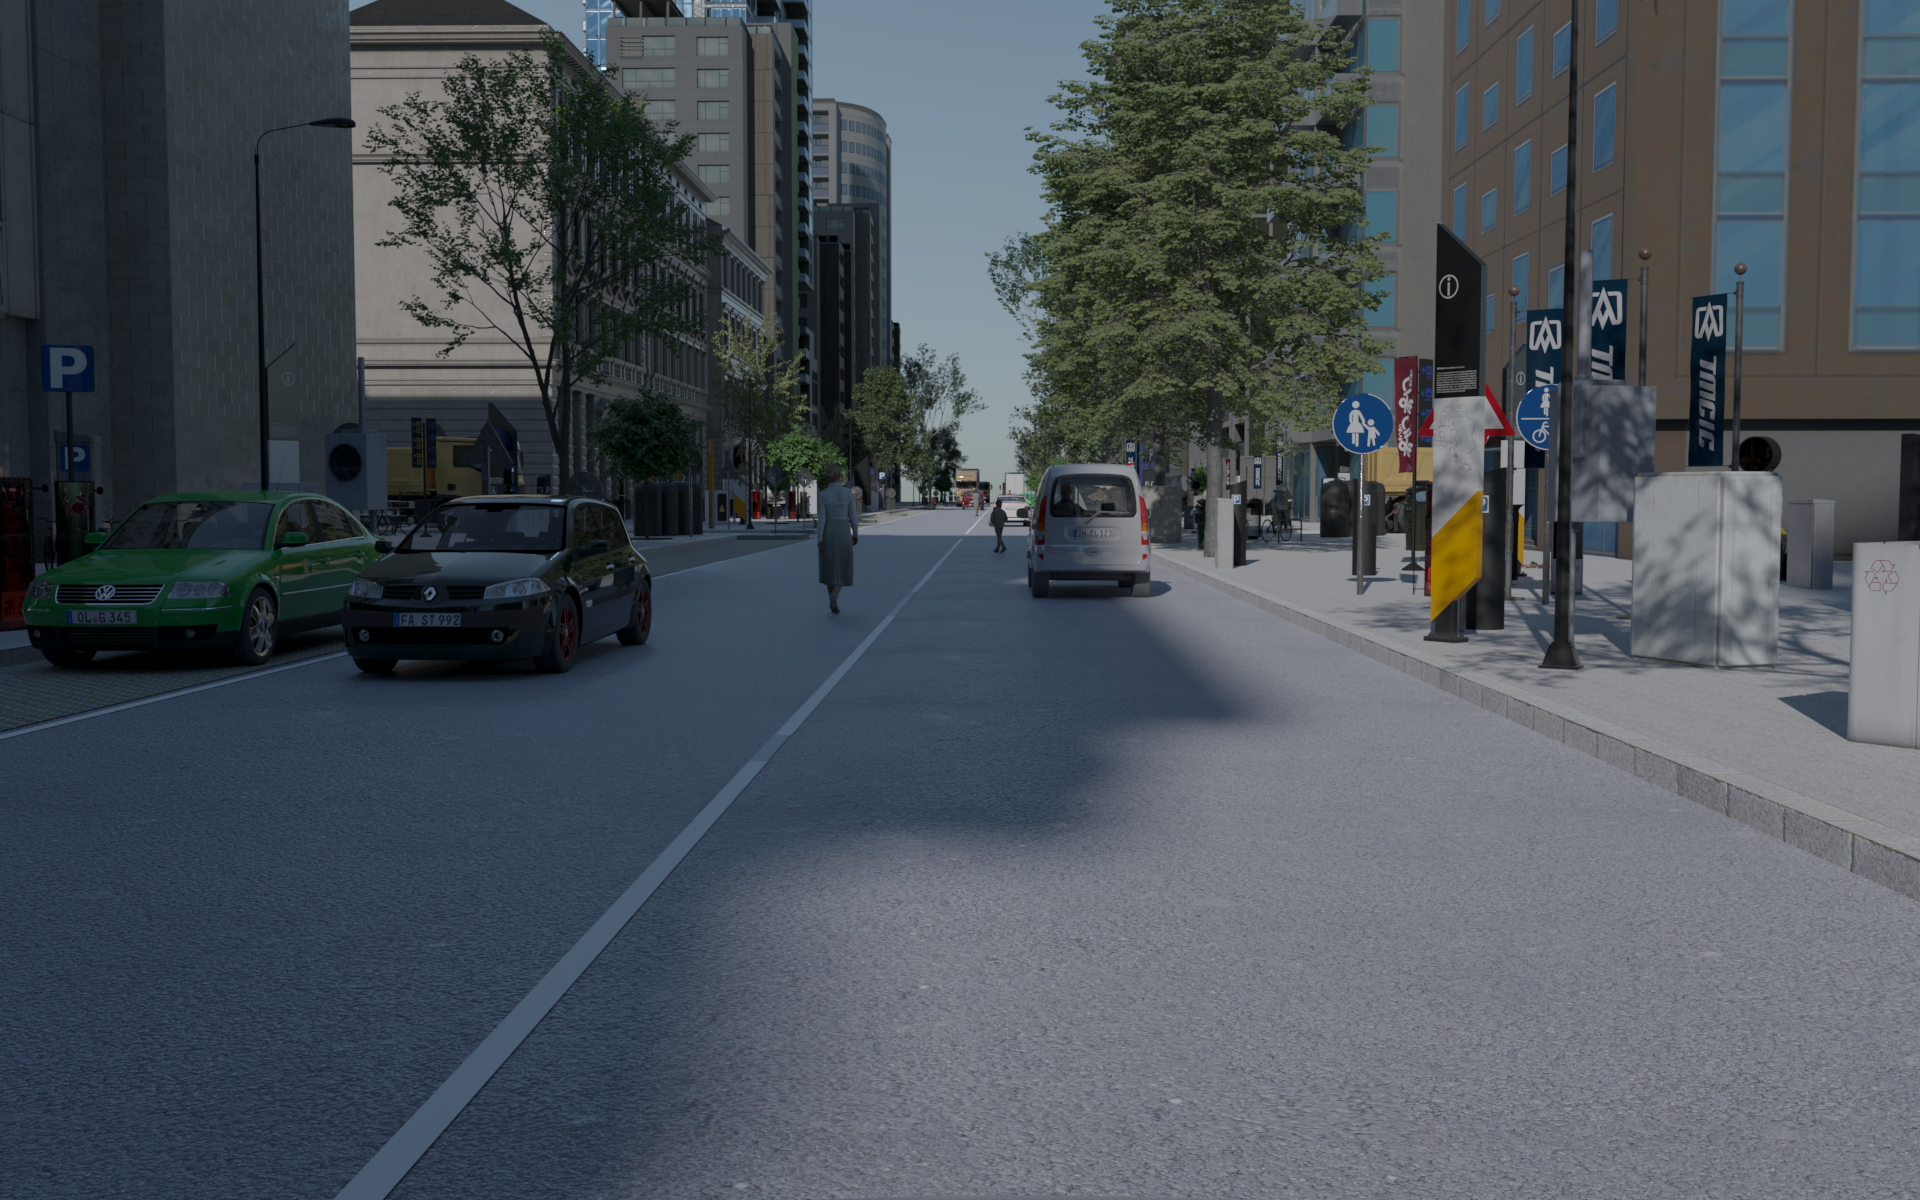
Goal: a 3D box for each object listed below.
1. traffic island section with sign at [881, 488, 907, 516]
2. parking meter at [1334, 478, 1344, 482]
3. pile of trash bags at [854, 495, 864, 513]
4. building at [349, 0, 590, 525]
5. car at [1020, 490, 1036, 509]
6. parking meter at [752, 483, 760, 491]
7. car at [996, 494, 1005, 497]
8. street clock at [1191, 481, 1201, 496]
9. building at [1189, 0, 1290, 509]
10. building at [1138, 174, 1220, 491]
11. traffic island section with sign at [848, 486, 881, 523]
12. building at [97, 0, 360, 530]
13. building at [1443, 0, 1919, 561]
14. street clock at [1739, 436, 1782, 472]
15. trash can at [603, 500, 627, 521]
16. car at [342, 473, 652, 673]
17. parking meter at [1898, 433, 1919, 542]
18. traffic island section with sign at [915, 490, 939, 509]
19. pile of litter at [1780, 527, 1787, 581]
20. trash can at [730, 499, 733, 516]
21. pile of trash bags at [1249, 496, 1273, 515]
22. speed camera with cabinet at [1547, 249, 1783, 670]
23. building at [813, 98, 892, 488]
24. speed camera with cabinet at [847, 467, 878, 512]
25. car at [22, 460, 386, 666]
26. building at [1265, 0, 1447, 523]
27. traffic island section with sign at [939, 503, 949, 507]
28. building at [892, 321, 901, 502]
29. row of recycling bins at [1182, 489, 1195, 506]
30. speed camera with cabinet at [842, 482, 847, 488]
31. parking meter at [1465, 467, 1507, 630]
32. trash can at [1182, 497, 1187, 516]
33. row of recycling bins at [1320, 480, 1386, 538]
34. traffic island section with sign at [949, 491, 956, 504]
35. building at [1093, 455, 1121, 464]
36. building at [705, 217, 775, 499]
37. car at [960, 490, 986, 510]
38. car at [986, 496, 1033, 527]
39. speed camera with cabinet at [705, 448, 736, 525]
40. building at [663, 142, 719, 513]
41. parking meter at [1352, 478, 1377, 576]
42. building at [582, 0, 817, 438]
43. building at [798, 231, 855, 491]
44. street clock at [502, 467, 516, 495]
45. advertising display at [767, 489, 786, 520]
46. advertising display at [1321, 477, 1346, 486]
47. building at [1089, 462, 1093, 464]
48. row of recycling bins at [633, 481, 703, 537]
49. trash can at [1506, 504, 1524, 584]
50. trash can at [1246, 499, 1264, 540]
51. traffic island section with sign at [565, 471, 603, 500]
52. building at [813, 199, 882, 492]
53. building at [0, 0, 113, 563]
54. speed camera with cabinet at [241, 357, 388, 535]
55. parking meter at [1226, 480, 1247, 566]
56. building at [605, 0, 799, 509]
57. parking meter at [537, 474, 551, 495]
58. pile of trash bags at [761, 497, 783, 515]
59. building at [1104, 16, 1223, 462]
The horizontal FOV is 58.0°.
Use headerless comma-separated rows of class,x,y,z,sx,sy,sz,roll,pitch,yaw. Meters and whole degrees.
traffic island section with sign,-4.472,-6.383,112.989,1.989,1.847,2.006,0,4,1
parking meter,14.050,-3.571,64.093,0.399,1.863,0.255,-2,4,-25
pile of trash bags,-7.405,-6.615,117.910,1.912,1.369,3.447,-2,4,-26
building,-21.491,-15.420,81.002,11.050,23.489,19.941,0,4,1
car,5.584,-8.201,142.883,1.959,1.807,4.718,0,4,3
parking meter,-10.472,-5.081,88.787,0.399,1.863,0.255,3,5,44
car,6.637,-15.626,267.288,2.131,1.459,4.920,0,4,3
street clock,12.758,-5.449,93.659,0.471,2.002,0.358,-1,4,-12
building,27.515,-41.700,120.049,20.563,71.187,20.611,0,4,1
building,23.316,-23.529,156.402,14.160,30.474,14.107,0,4,1
traffic island section with sign,-5.135,-4.735,86.042,1.989,1.847,2.006,0,4,1
building,-24.830,-11.421,41.487,16.860,20.320,10.420,0,4,1
building,19.685,-23.746,38.365,14.600,45.320,14.200,0,4,1
street clock,10.011,-1.051,21.753,0.358,2.002,0.471,-3,5,-40
trash can,-8.394,-1.839,41.728,0.748,1.137,0.748,0,3,0
car,-3.919,-0.328,15.148,2.009,1.686,4.222,0,4,3
parking meter,9.342,-0.677,16.785,0.399,1.863,0.255,0,4,-2
traffic island section with sign,-3.236,-9.430,162.804,1.989,1.847,2.006,0,4,1
pile of litter,11.903,-0.726,25.829,1.719,0.858,1.176,0,4,6
trash can,-13.334,-5.454,100.833,0.748,1.137,0.748,0,3,0
pile of trash bags,18.232,-5.876,105.831,1.912,1.369,3.447,-3,5,-42
speed camera with cabinet,5.464,-1.174,13.529,0.660,3.252,2.038,-1,4,-18
building,-21.567,-43.817,258.413,21.231,58.520,28.212,0,4,1
speed camera with cabinet,-6.978,-8.031,125.643,2.038,3.252,0.660,-1,4,-14
car,-6.666,-0.427,15.782,1.959,1.807,4.718,0,4,0
building,29.671,-28.169,80.170,30.456,49.044,23.786,0,4,1
traffic island section with sign,-2.559,-11.101,190.121,1.989,1.847,2.006,0,4,1
building,-16.986,-31.127,280.620,14.160,30.474,14.107,0,4,1
row of recycling bins,15.353,-7.165,124.255,3.534,1.692,1.069,-1,4,-15
speed camera with cabinet,-8.208,-8.211,128.579,0.660,3.252,2.038,2,4,24
parking meter,4.986,-0.491,16.442,0.372,1.533,0.369,0,3,0
trash can,12.884,-5.442,100.623,0.748,1.137,0.748,0,3,0
row of recycling bins,11.952,-2.771,52.425,1.069,1.692,3.534,3,4,37
traffic island section with sign,-1.205,-14.462,245.074,1.989,1.847,2.006,0,4,1
building,25.741,-34.282,244.104,14.154,41.232,14.086,0,4,1
building,-20.126,-17.447,121.420,11.583,22.565,21.152,0,4,1
car,1.184,-9.158,158.401,2.281,1.827,5.304,0,3,0
car,2.226,-3.973,77.313,2.083,1.381,4.827,0,4,0
speed camera with cabinet,-9.983,-4.849,73.614,0.660,3.252,2.038,2,4,31
building,-21.115,-16.638,100.903,11.050,23.489,19.941,0,4,1
parking meter,6.381,-1.156,27.316,0.372,1.533,0.369,0,3,0
building,-24.771,-52.293,167.659,22.319,86.520,31.000,0,4,1
building,-19.196,-25.691,191.751,14.160,30.474,14.107,0,4,1
street clock,-12.138,-2.574,46.650,0.358,2.002,0.471,0,4,-5
advertising display,-9.251,-5.016,87.228,0.974,1.923,0.123,0,4,0
advertising display,14.364,-3.757,66.640,0.974,1.923,0.123,-1,4,-13
building,26.314,-29.806,259.034,14.160,30.474,14.107,0,4,1
row of recycling bins,-9.014,-2.862,53.908,1.069,1.692,3.534,1,4,19
trash can,7.628,-0.795,24.647,0.748,1.137,0.748,0,3,0
trash can,8.222,-2.288,49.060,0.748,1.137,0.748,0,3,0
traffic island section with sign,-6.522,-1.290,29.724,1.989,1.847,2.006,0,4,1
building,-18.101,-33.835,236.793,14.154,41.232,14.086,0,4,1
building,-22.959,-12.579,23.694,12.078,24.808,19.932,0,4,1
speed camera with cabinet,-9.355,-1.879,25.055,2.038,3.252,0.660,1,4,13
parking meter,4.940,-1.382,31.001,0.372,1.533,0.369,0,3,0
building,-21.339,-28.284,146.043,14.154,41.232,14.086,0,4,1
parking meter,-12.104,-2.733,50.400,0.255,1.863,0.399,1,4,21
pile of trash bags,-11.273,-5.797,104.528,3.447,1.369,1.912,-2,4,-24
building,30.902,-36.777,190.535,28.713,52.752,27.495,0,4,1
